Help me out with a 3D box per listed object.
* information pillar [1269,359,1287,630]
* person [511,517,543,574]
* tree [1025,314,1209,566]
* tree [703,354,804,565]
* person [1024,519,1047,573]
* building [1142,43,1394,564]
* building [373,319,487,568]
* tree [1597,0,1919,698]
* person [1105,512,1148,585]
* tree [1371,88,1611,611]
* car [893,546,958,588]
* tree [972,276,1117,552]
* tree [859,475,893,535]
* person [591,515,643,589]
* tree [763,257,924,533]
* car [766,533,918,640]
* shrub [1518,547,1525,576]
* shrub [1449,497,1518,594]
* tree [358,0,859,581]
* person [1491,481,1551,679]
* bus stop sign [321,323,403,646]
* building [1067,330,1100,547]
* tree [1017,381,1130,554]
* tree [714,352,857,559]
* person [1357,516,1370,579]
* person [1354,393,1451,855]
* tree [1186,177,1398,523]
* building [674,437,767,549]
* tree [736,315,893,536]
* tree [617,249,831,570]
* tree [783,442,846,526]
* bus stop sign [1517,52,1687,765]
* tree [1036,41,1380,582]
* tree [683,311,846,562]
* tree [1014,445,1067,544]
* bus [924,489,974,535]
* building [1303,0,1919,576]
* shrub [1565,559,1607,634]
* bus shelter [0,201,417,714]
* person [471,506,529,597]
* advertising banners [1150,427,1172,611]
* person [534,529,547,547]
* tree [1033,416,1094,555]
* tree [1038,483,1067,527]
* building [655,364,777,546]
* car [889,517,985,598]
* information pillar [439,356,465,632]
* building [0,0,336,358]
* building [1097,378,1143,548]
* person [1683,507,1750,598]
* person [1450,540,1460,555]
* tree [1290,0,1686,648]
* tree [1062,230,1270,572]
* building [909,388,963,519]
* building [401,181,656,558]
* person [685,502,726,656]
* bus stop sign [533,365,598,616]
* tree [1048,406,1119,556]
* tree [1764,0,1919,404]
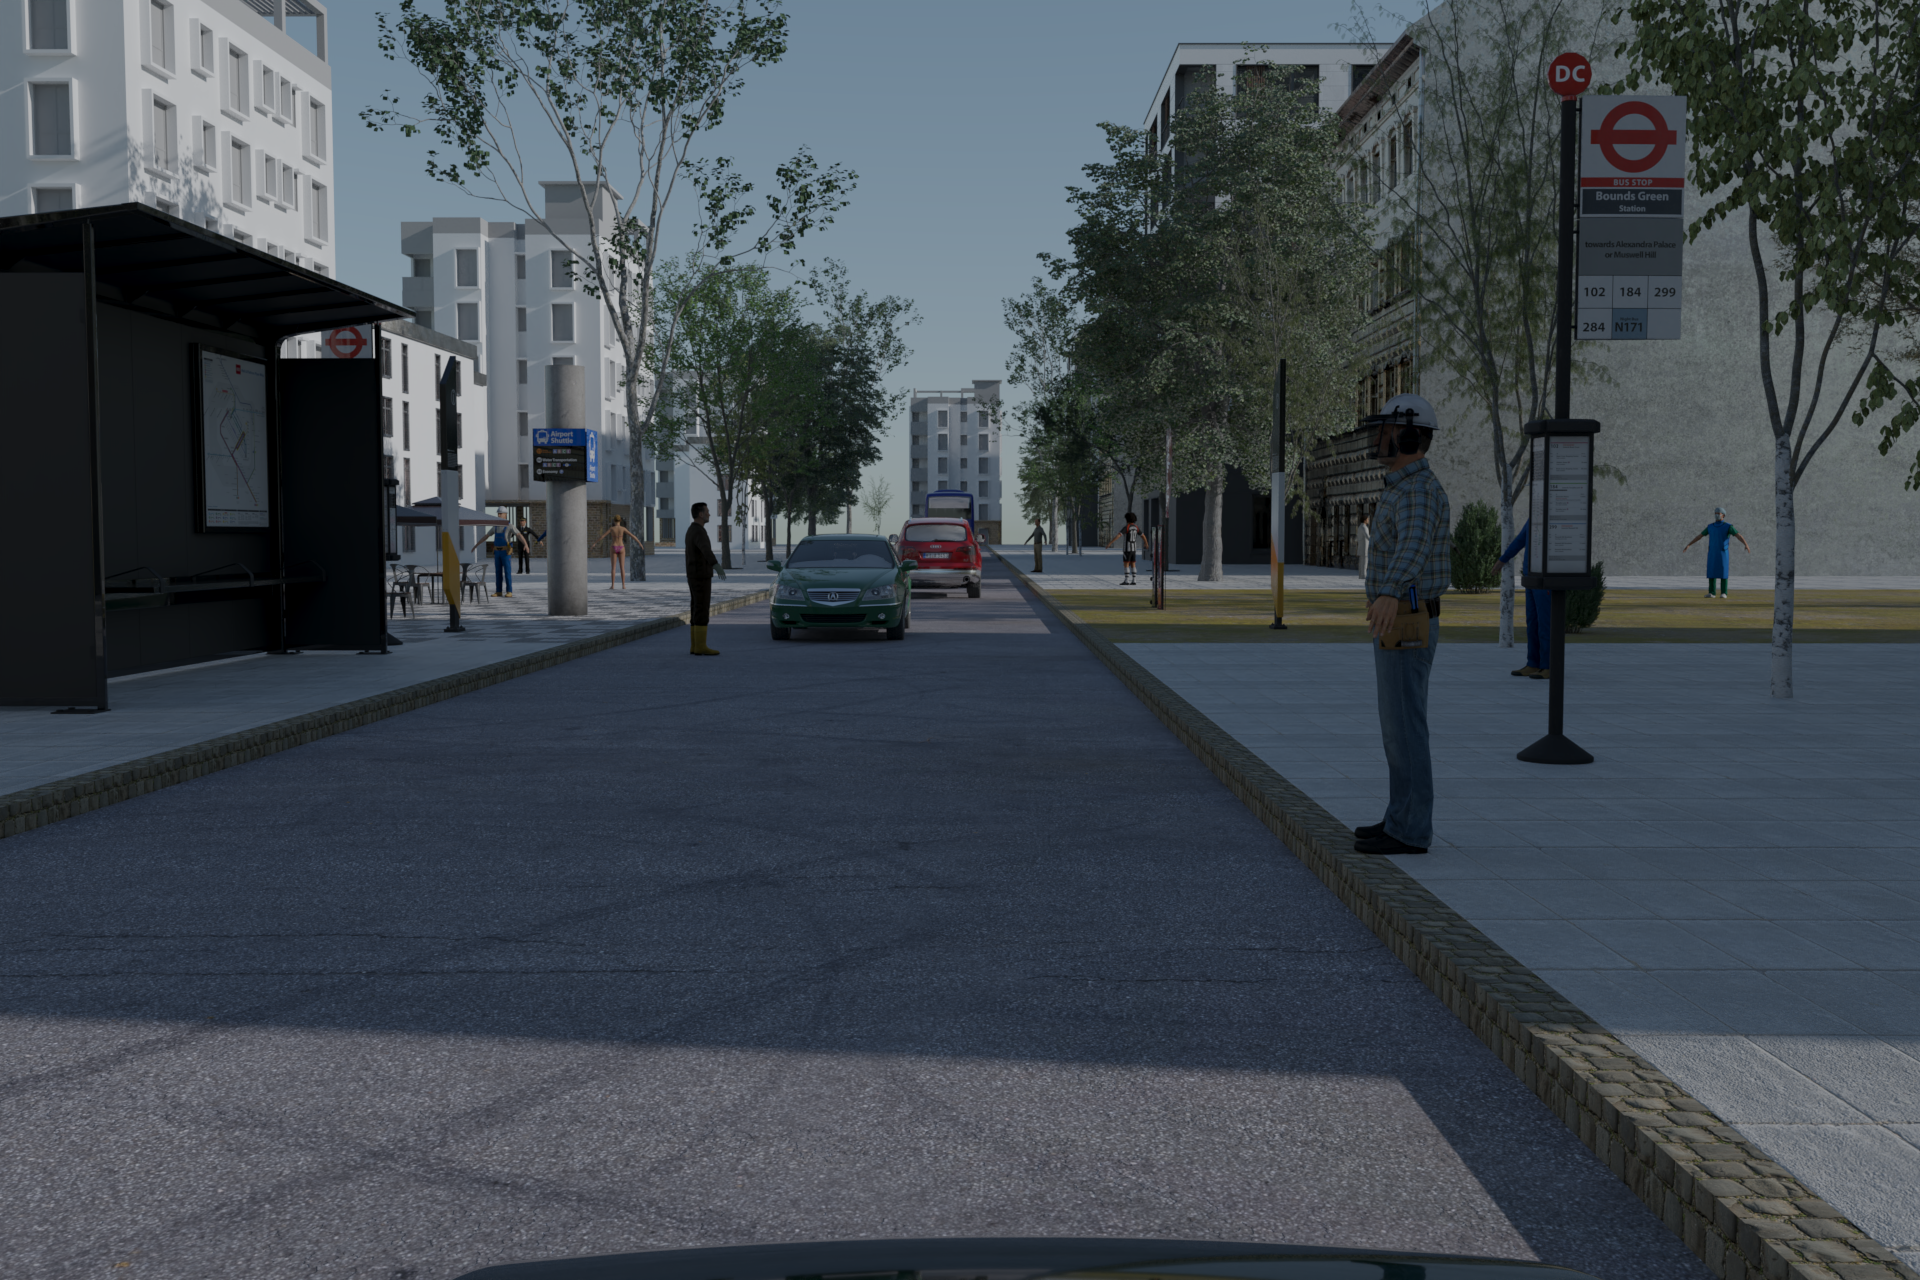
[{"bbox_3d":[4.305,-1.961,23.415,0.183,3.616,0.504,0,4,-1],"label":"information pillar"},{"bbox_3d":[-14.022,-3.038,55.598,1.347,1.837,0.705,0,4,3],"label":"person"},{"bbox_3d":[6.598,-8.216,68.744,8.767,10.594,7.601,1,4,12],"label":"tree"},{"bbox_3d":[-8.805,-7.436,71.949,4.737,8.622,4.395,0,3,0],"label":"tree"},{"bbox_3d":[2.579,-3.152,57.810,0.705,1.796,1.348,-2,4,-29],"label":"person"},{"bbox_3d":[23.062,-14.969,88.719,27.936,21.610,32.646,0,4,0],"label":"building"},{"bbox_3d":[-26.044,-8.272,77.401,9.099,9.664,28.070,0,4,1],"label":"building"},{"bbox_3d":[6.508,-3.839,13.133,4.737,8.622,4.395,0,3,0],"label":"tree"},{"bbox_3d":[4.235,-2.279,43.404,1.345,1.843,0.704,-2,4,-34],"label":"person"},{"bbox_3d":[9.253,-4.801,28.856,4.360,8.622,3.978,0,3,0],"label":"tree"},{"bbox_3d":[-0.918,-2.326,47.075,2.155,1.783,4.494,0,3,0],"label":"car"},{"bbox_3d":[7.260,-16.504,125.736,12.611,20.169,13.585,0,3,0],"label":"tree"},{"bbox_3d":[-9.675,-15.978,211.598,4.360,8.622,3.978,0,3,0],"label":"tree"},{"bbox_3d":[-8.031,-2.066,40.584,1.217,1.733,0.721,-1,4,-17],"label":"person"},{"bbox_3d":[-9.009,-16.235,121.334,12.611,20.169,13.585,0,3,0],"label":"tree"},{"bbox_3d":[-1.655,-0.803,24.931,2.131,1.459,4.920,0,3,0],"label":"car"},{"bbox_3d":[13.132,-2.065,38.181,1.690,2.028,1.600,0,3,0],"label":"shrub"},{"bbox_3d":[11.097,-2.026,37.174,1.661,2.075,1.752,0,3,0],"label":"shrub"},{"bbox_3d":[-8.877,-11.578,45.181,12.611,20.169,13.585,0,3,0],"label":"tree"},{"bbox_3d":[5.166,-0.586,15.461,0.705,1.842,1.347,-1,4,-10],"label":"person"},{"bbox_3d":[-6.884,-1.909,19.920,0.855,3.939,0.416,0,4,0],"label":"bus stop sign"},{"bbox_3d":[25.523,-21.168,190.078,27.936,21.610,32.646,0,4,0],"label":"building"},{"bbox_3d":[7.579,-11.453,113.013,9.928,11.665,9.643,0,3,0],"label":"tree"},{"bbox_3d":[-9.022,-9.484,89.469,8.767,10.594,7.601,1,4,13],"label":"tree"},{"bbox_3d":[11.484,-2.627,49.139,0.705,1.806,1.347,0,4,-4],"label":"person"},{"bbox_3d":[1.779,-0.075,7.060,0.704,1.849,1.345,1,4,13],"label":"person"},{"bbox_3d":[6.517,-5.279,36.668,4.360,8.622,3.978,0,3,0],"label":"tree"},{"bbox_3d":[-22.474,-13.521,163.213,9.099,9.664,28.070,0,4,1],"label":"building"},{"bbox_3d":[-8.836,-11.949,102.023,9.857,13.997,8.962,0,3,0],"label":"tree"},{"bbox_3d":[-8.514,-8.384,62.827,9.928,11.665,9.643,0,3,0],"label":"tree"},{"bbox_3d":[-17.954,-18.654,211.651,9.857,13.997,8.962,0,3,0],"label":"tree"},{"bbox_3d":[3.597,-1.285,9.707,0.855,3.939,0.416,0,4,1],"label":"bus stop sign"},{"bbox_3d":[6.839,-8.572,46.805,9.857,13.997,8.962,0,3,0],"label":"tree"},{"bbox_3d":[-8.897,-9.435,80.023,9.928,11.665,9.643,0,3,0],"label":"tree"},{"bbox_3d":[11.599,-19.053,218.167,9.857,13.997,8.962,0,3,0],"label":"tree"},{"bbox_3d":[-0.597,-6.314,94.785,2.896,3.916,12.251,0,4,-1],"label":"bus"},{"bbox_3d":[23.198,-14.072,61.014,19.493,23.208,18.063,0,4,1],"label":"building"},{"bbox_3d":[7.883,-0.693,22.446,1.383,1.207,1.383,0,3,0],"label":"shrub"},{"bbox_3d":[-6.643,-1.475,15.397,1.731,3.624,6.357,0,4,0],"label":"bus shelter"},{"bbox_3d":[-9.333,-1.801,35.302,1.347,1.847,0.705,1,4,19],"label":"person"},{"bbox_3d":[3.418,-2.034,29.437,0.090,3.025,2.074,0,4,-2],"label":"advertising banners"},{"bbox_3d":[-12.255,-2.854,52.630,1.349,1.833,0.705,-1,4,-11],"label":"person"},{"bbox_3d":[6.564,-9.540,106.335,4.737,8.622,4.395,0,3,0],"label":"tree"},{"bbox_3d":[12.124,-15.929,210.798,4.360,8.622,3.978,0,3,0],"label":"tree"},{"bbox_3d":[-25.526,-19.795,180.059,16.016,20.090,11.380,0,4,1],"label":"building"},{"bbox_3d":[-0.542,-1.934,40.294,2.281,1.827,5.304,0,4,0],"label":"car"},{"bbox_3d":[-6.653,-1.912,22.609,0.183,3.616,0.504,0,4,0],"label":"information pillar"},{"bbox_3d":[-27.491,-11.787,49.137,16.016,20.090,11.380,0,4,1],"label":"building"},{"bbox_3d":[23.049,-20.367,163.921,19.493,23.208,18.063,0,4,1],"label":"building"},{"bbox_3d":[15.228,-1.754,34.805,0.704,1.817,1.347,-3,5,-42],"label":"person"},{"bbox_3d":[8.823,-1.655,32.822,0.705,1.858,1.354,-3,5,-42],"label":"person"},{"bbox_3d":[6.380,-4.230,19.516,4.360,8.622,3.978,0,3,0],"label":"tree"},{"bbox_3d":[7.049,-8.150,59.004,9.928,11.665,9.643,0,3,0],"label":"tree"},{"bbox_3d":[-5.999,-21.891,216.792,11.380,20.090,16.016,0,4,3],"label":"building"},{"bbox_3d":[-23.886,-14.546,94.244,16.016,20.090,11.380,0,3,0],"label":"building"},{"bbox_3d":[-3.050,-0.730,20.531,0.704,1.812,1.346,-1,4,-22],"label":"person"},{"bbox_3d":[-6.200,-2.340,27.270,0.837,3.901,0.837,0,4,0],"label":"bus stop sign"},{"bbox_3d":[6.933,-9.085,98.907,4.737,8.622,4.395,0,3,0],"label":"tree"},{"bbox_3d":[19.470,-7.293,29.609,12.009,13.543,11.850,0,3,0],"label":"tree"}]
